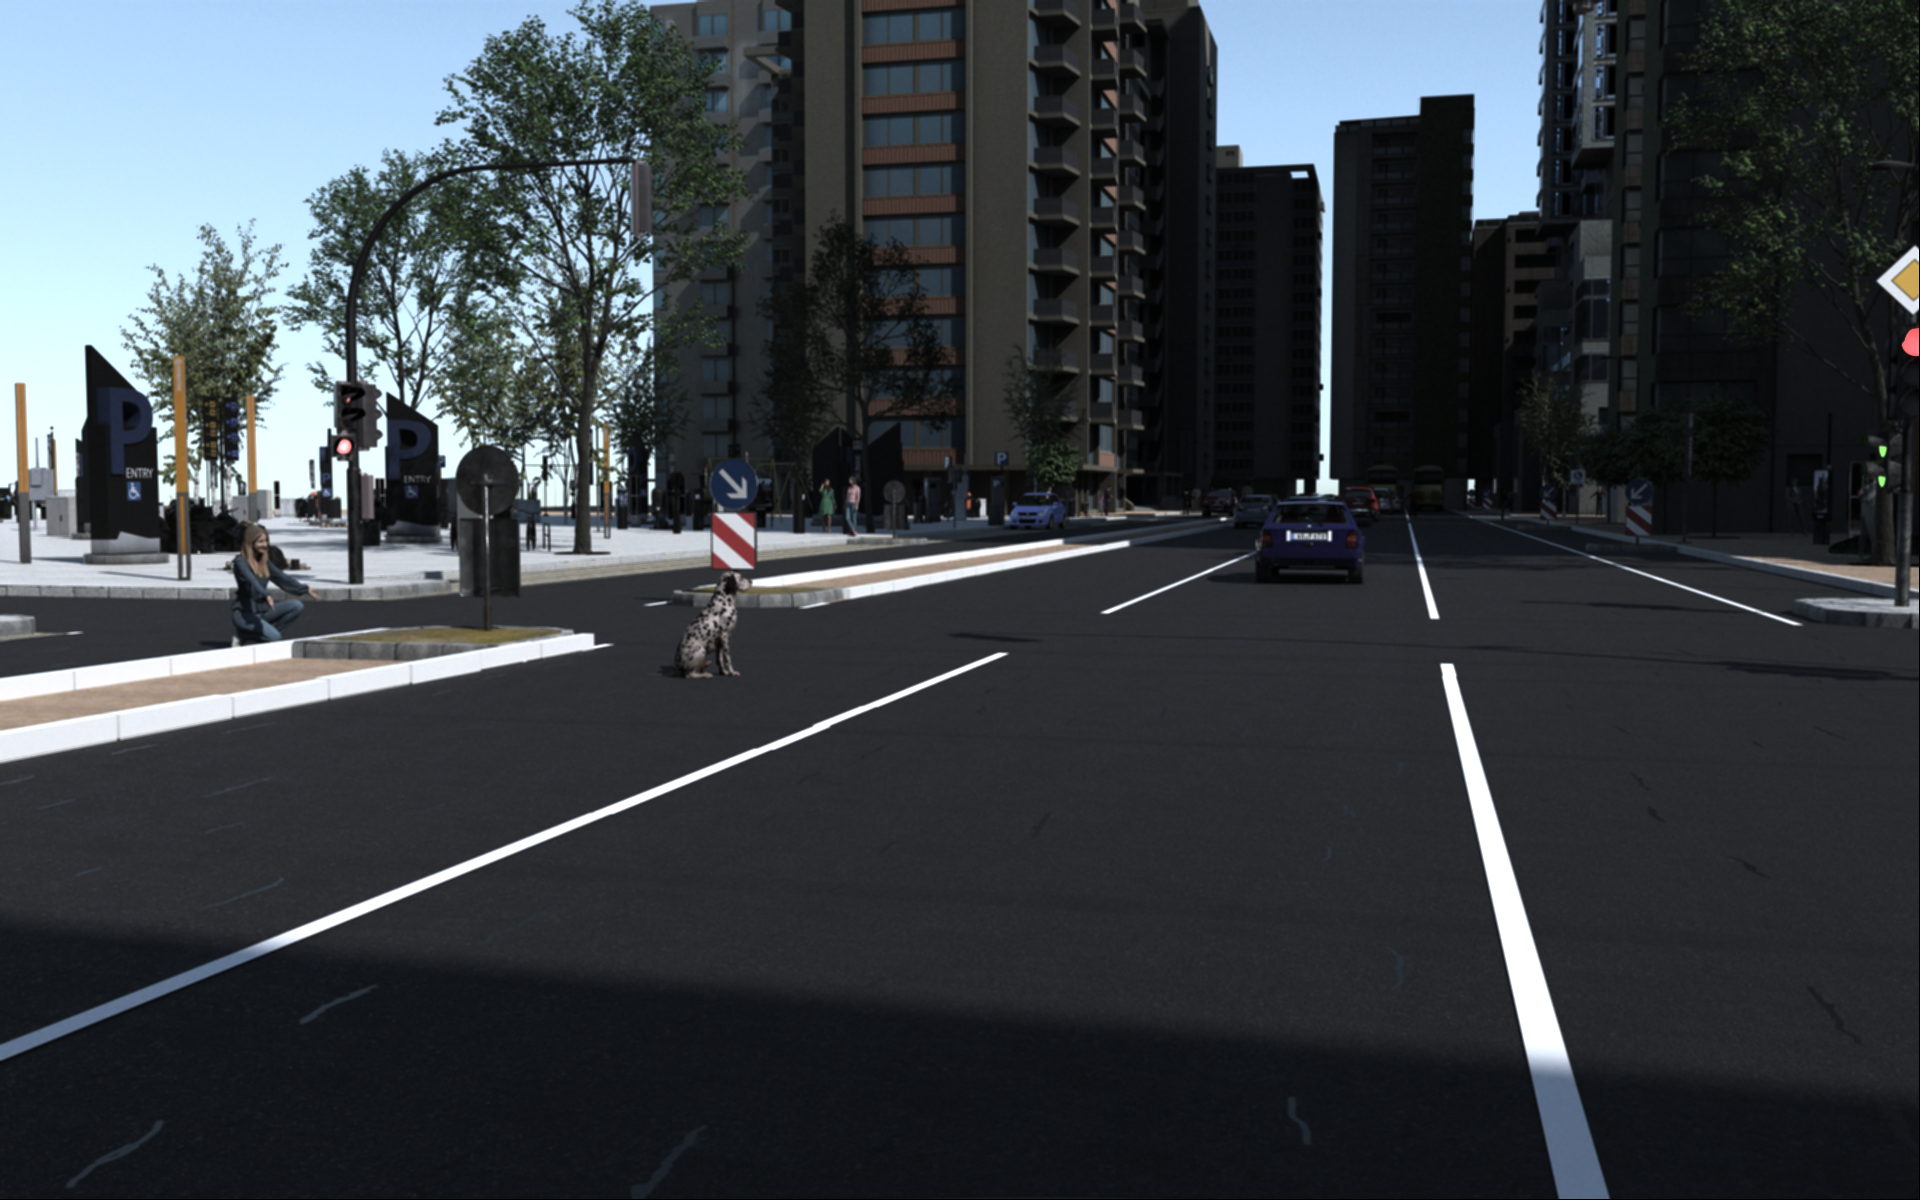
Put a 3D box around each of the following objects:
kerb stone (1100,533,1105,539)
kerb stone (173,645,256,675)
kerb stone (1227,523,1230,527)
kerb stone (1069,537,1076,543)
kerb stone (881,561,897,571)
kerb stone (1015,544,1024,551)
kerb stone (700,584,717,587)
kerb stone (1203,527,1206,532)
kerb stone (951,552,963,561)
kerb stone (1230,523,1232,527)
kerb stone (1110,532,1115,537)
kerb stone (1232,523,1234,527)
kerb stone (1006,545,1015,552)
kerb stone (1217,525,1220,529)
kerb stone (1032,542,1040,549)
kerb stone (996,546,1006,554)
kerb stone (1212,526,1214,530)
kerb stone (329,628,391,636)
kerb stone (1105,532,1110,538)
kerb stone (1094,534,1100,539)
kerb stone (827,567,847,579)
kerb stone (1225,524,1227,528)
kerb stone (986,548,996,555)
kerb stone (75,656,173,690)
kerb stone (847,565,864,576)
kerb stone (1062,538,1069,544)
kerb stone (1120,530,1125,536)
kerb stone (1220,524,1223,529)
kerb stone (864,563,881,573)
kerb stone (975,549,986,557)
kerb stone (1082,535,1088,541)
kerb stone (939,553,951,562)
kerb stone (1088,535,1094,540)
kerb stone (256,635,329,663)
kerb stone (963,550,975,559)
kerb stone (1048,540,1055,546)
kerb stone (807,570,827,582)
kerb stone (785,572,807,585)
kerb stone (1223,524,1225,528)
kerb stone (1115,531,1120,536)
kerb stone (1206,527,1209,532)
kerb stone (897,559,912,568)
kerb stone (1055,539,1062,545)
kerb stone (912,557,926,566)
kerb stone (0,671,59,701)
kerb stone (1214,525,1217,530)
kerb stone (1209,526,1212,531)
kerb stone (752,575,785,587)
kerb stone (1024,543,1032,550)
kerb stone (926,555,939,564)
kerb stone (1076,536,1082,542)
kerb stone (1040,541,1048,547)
[{"bbox_3d":[4.412,-2.026,55.329,0.120,0.150,1.000,1,4,14],"label":"kerb stone"},{"bbox_3d":[-6.113,0.497,14.070,0.120,0.150,1.000,1,4,14],"label":"kerb stone"},{"bbox_3d":[11.256,-3.148,73.663,0.120,0.150,1.000,1,4,14],"label":"kerb stone"},{"bbox_3d":[3.147,-1.718,50.349,0.120,0.150,1.000,1,4,14],"label":"kerb stone"},{"bbox_3d":[-1.430,-0.624,32.425,0.120,0.150,1.000,1,4,14],"label":"kerb stone"},{"bbox_3d":[1.365,-1.294,43.359,0.120,0.150,1.000,1,4,14],"label":"kerb stone"},{"bbox_3d":[-3.454,-0.137,24.489,0.120,0.150,1.000,1,4,14],"label":"kerb stone"},{"bbox_3d":[8.975,-2.600,64.727,0.120,0.150,1.000,1,4,14],"label":"kerb stone"},{"bbox_3d":[-0.165,-0.929,37.390,0.120,0.150,1.000,1,4,14],"label":"kerb stone"},{"bbox_3d":[11.511,-3.208,74.654,0.120,0.150,1.000,1,4,14],"label":"kerb stone"},{"bbox_3d":[4.918,-2.148,57.310,0.120,0.150,1.000,1,4,14],"label":"kerb stone"},{"bbox_3d":[11.756,-3.268,75.647,0.120,0.150,1.000,1,4,14],"label":"kerb stone"},{"bbox_3d":[1.107,-1.232,42.370,0.120,0.150,1.000,1,4,14],"label":"kerb stone"},{"bbox_3d":[10.239,-2.906,69.702,0.120,0.150,1.000,1,4,14],"label":"kerb stone"},{"bbox_3d":[1.865,-1.416,45.354,0.120,0.150,1.000,1,4,14],"label":"kerb stone"},{"bbox_3d":[0.859,-1.167,41.378,0.120,0.150,1.000,1,4,14],"label":"kerb stone"},{"bbox_3d":[9.734,-2.784,67.708,0.120,0.150,1.000,1,4,14],"label":"kerb stone"},{"bbox_3d":[-5.599,0.375,16.058,0.120,0.150,1.000,1,4,14],"label":"kerb stone"},{"bbox_3d":[4.657,-2.086,56.321,0.120,0.150,1.000,1,4,14],"label":"kerb stone"},{"bbox_3d":[4.157,-1.965,54.324,0.120,0.150,1.000,1,4,14],"label":"kerb stone"},{"bbox_3d":[-2.185,-0.437,29.450,0.120,0.150,1.000,1,4,14],"label":"kerb stone"},{"bbox_3d":[11.007,-3.087,72.672,0.120,0.150,1.000,1,4,14],"label":"kerb stone"},{"bbox_3d":[0.604,-1.112,40.381,0.120,0.150,1.000,1,4,14],"label":"kerb stone"},{"bbox_3d":[-6.361,0.558,13.078,0.120,0.150,1.000,1,4,14],"label":"kerb stone"},{"bbox_3d":[-1.936,-0.501,30.442,0.120,0.150,1.000,1,4,14],"label":"kerb stone"},{"bbox_3d":[2.883,-1.661,49.347,0.120,0.150,1.000,1,4,14],"label":"kerb stone"},{"bbox_3d":[5.430,-2.267,59.290,0.120,0.150,1.000,1,4,14],"label":"kerb stone"},{"bbox_3d":[10.506,-2.966,70.689,0.120,0.150,1.000,1,4,14],"label":"kerb stone"},{"bbox_3d":[-1.680,-0.565,31.431,0.120,0.150,1.000,1,4,14],"label":"kerb stone"},{"bbox_3d":[0.354,-1.048,39.385,0.120,0.150,1.000,1,4,14],"label":"kerb stone"},{"bbox_3d":[3.644,-1.844,52.338,0.120,0.150,1.000,1,4,14],"label":"kerb stone"},{"bbox_3d":[-0.419,-0.868,36.393,0.120,0.150,1.000,1,4,14],"label":"kerb stone"},{"bbox_3d":[3.905,-1.902,53.330,0.120,0.150,1.000,1,4,14],"label":"kerb stone"},{"bbox_3d":[-5.863,0.436,15.061,0.120,0.150,1.000,1,4,14],"label":"kerb stone"},{"bbox_3d":[0.094,-0.990,38.389,0.120,0.150,1.000,1,4,14],"label":"kerb stone"},{"bbox_3d":[2.377,-1.538,47.345,0.120,0.150,1.000,1,4,14],"label":"kerb stone"},{"bbox_3d":[-2.441,-0.382,28.457,0.120,0.150,1.000,1,4,14],"label":"kerb stone"},{"bbox_3d":[-2.687,-0.322,27.464,0.120,0.150,1.000,1,4,14],"label":"kerb stone"},{"bbox_3d":[10.752,-3.027,71.682,0.120,0.150,1.000,1,4,14],"label":"kerb stone"},{"bbox_3d":[5.170,-2.205,58.301,0.120,0.150,1.000,1,4,14],"label":"kerb stone"},{"bbox_3d":[9.227,-2.657,65.718,0.120,0.150,1.000,1,4,14],"label":"kerb stone"},{"bbox_3d":[-1.179,-0.685,33.416,0.120,0.150,1.000,1,4,14],"label":"kerb stone"},{"bbox_3d":[2.623,-1.600,48.348,0.120,0.150,1.000,1,4,14],"label":"kerb stone"},{"bbox_3d":[-0.926,-0.745,34.411,0.120,0.150,1.000,1,4,14],"label":"kerb stone"},{"bbox_3d":[-6.609,0.618,12.087,0.120,0.150,1.000,1,4,14],"label":"kerb stone"},{"bbox_3d":[9.993,-2.845,68.710,0.120,0.150,1.000,1,4,14],"label":"kerb stone"},{"bbox_3d":[9.482,-2.723,66.710,0.120,0.150,1.000,1,4,14],"label":"kerb stone"},{"bbox_3d":[-2.945,-0.257,26.472,0.120,0.150,1.000,1,4,14],"label":"kerb stone"},{"bbox_3d":[1.610,-1.353,44.352,0.120,0.150,1.000,1,4,14],"label":"kerb stone"},{"bbox_3d":[-0.670,-0.808,35.402,0.120,0.150,1.000,1,4,14],"label":"kerb stone"},{"bbox_3d":[3.391,-1.783,51.341,0.120,0.150,1.000,1,4,14],"label":"kerb stone"},{"bbox_3d":[2.123,-1.476,46.344,0.120,0.150,1.000,1,4,14],"label":"kerb stone"}]
